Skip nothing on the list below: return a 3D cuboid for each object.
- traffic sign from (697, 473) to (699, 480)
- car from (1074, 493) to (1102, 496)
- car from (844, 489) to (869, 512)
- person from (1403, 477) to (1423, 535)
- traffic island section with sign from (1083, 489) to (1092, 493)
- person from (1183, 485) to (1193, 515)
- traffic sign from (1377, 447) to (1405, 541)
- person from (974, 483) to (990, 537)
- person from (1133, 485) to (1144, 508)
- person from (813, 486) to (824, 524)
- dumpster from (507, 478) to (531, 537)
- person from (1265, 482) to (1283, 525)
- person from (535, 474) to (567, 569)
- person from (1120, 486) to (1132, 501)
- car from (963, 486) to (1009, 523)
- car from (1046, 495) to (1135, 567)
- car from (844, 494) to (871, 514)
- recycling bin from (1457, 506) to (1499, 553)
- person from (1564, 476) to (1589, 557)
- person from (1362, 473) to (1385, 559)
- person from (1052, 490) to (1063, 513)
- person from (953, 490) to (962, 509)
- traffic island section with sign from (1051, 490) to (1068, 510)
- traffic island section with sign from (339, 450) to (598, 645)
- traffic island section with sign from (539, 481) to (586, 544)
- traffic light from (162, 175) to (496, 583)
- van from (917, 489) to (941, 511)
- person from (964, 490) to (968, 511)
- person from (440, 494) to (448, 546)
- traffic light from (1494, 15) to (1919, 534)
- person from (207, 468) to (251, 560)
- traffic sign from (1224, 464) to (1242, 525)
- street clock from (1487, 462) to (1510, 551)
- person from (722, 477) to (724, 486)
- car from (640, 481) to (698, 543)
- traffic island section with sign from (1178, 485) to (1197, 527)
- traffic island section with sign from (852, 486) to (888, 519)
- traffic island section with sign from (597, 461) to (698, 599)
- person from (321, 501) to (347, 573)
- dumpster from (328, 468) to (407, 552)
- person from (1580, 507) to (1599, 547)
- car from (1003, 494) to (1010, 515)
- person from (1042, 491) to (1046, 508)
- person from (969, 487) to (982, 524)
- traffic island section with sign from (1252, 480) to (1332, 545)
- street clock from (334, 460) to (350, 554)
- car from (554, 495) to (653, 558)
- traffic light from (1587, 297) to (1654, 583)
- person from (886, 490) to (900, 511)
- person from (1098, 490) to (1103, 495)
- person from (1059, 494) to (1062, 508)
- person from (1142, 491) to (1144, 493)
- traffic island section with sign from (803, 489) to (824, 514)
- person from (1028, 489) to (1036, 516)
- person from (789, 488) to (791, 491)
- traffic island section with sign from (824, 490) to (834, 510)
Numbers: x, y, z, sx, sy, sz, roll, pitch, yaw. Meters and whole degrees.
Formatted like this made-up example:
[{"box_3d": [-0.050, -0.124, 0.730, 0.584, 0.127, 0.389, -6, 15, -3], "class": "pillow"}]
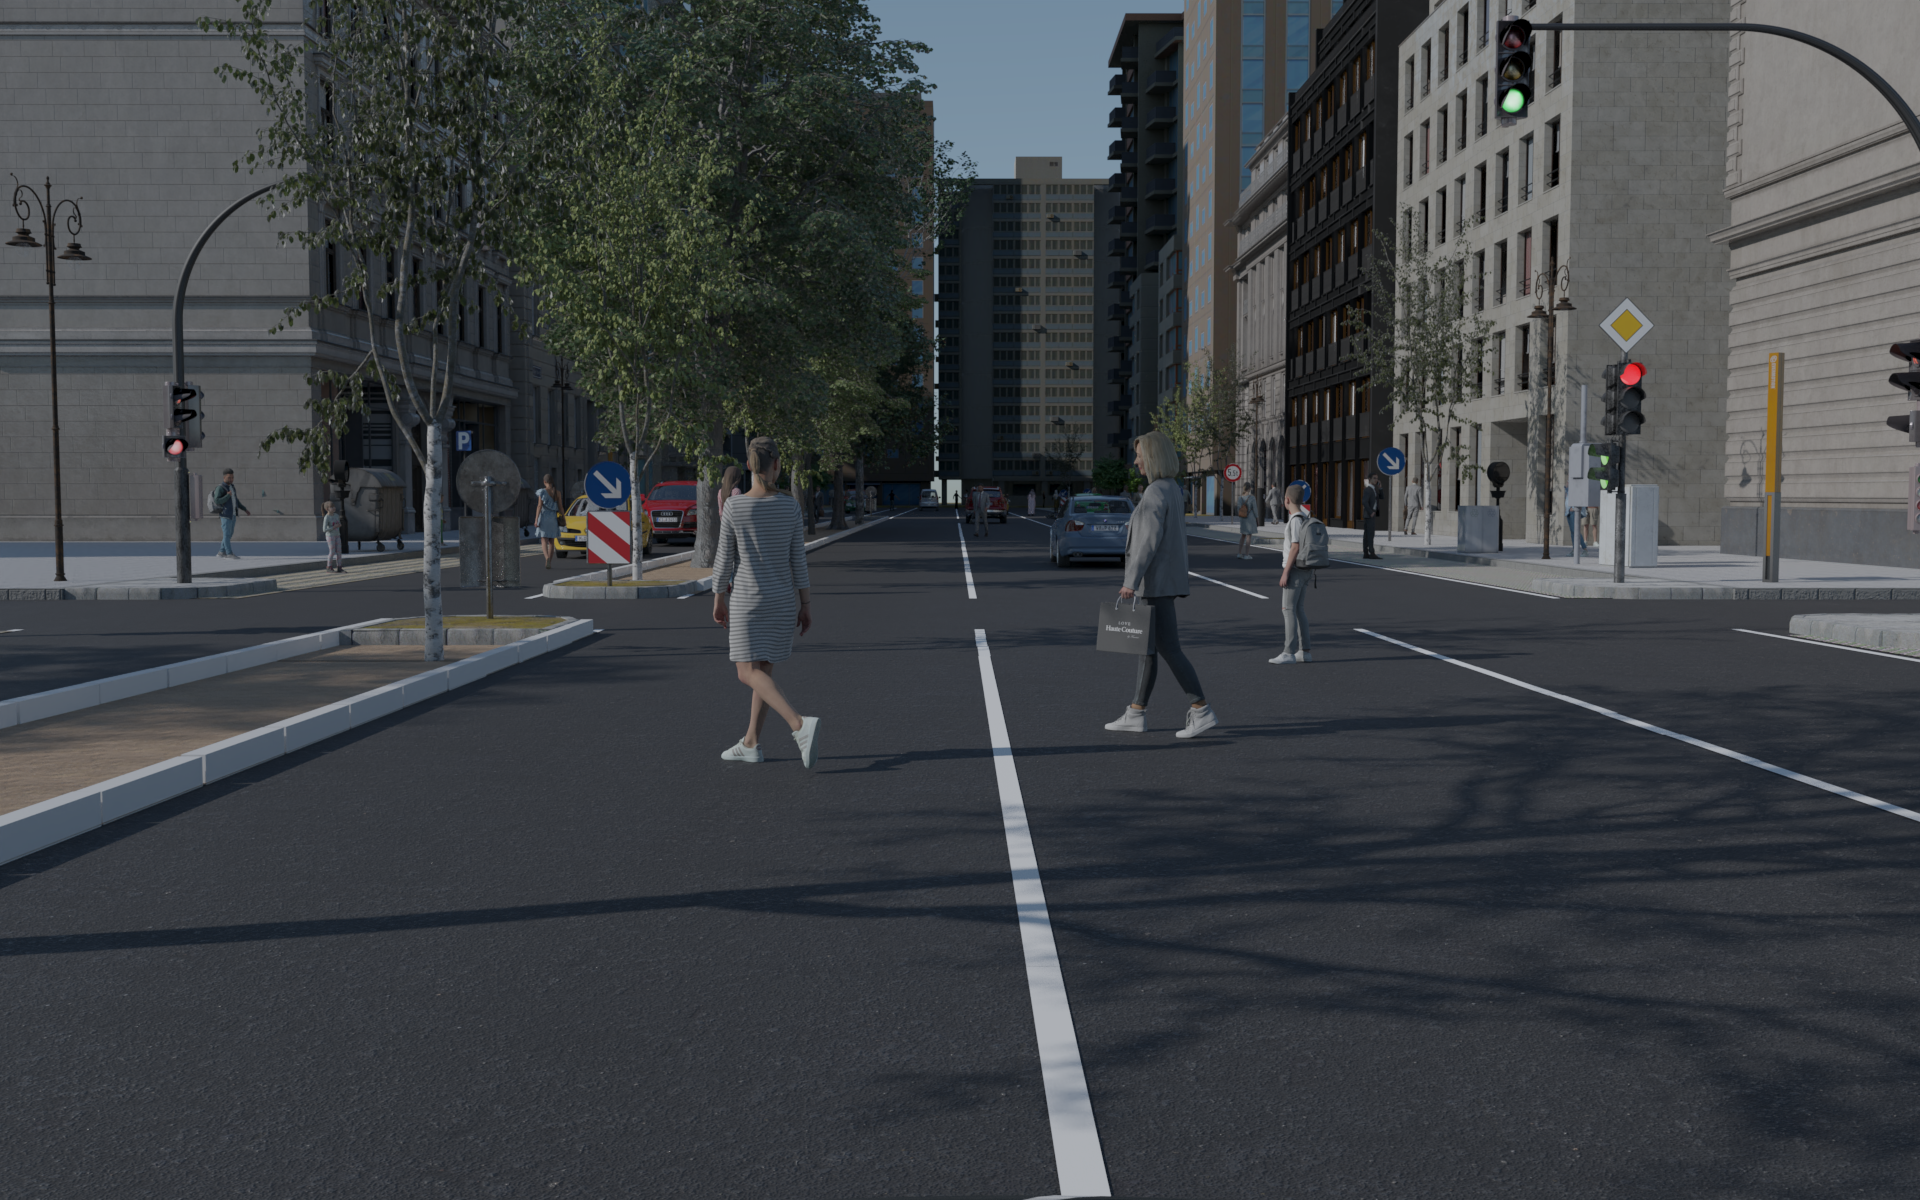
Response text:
[{"box_3d": [-13.301, -5.501, 90.041, 0.768, 2.556, 0.104, 0, 4, 7], "class": "traffic sign"}, {"box_3d": [6.106, -4.547, 83.141, 1.959, 1.807, 4.718, 0, 4, -2], "class": "car"}, {"box_3d": [-8.289, -7.910, 138.003, 2.281, 1.827, 5.304, 0, 4, 0], "class": "car"}, {"box_3d": [14.279, -2.959, 54.549, 0.709, 1.813, 0.853, 2, 4, 33], "class": "person"}, {"box_3d": [9.173, -7.227, 126.785, 1.989, 1.847, 2.006, 0, 4, 0], "class": "traffic island section with sign"}, {"box_3d": [12.367, -5.398, 94.793, 0.782, 1.767, 0.515, 0, 4, -8], "class": "person"}, {"box_3d": [11.713, -2.876, 47.133, 0.768, 2.556, 0.104, 0, 4, 2], "class": "traffic sign"}, {"box_3d": [0.730, -3.029, 58.299, 0.678, 1.792, 0.850, 1, 4, 23], "class": "person"}, {"box_3d": [6.209, -3.086, 59.501, 0.519, 1.759, 0.362, -2, 4, -23], "class": "person"}, {"box_3d": [-6.740, -4.515, 82.280, 0.622, 1.834, 0.822, 1, 4, 14], "class": "person"}, {"box_3d": [-13.482, -2.774, 51.110, 1.264, 1.857, 1.865, 0, 3, 0], "class": "dumpster"}, {"box_3d": [13.180, -4.051, 72.556, 0.678, 1.792, 0.850, -1, 4, -20], "class": "person"}, {"box_3d": [-7.797, -1.493, 33.004, 0.616, 1.811, 0.778, -1, 4, -19], "class": "person"}, {"box_3d": [6.956, -3.907, 72.647, 0.520, 1.790, 0.573, 1, 4, 11], "class": "person"}, {"box_3d": [1.295, -4.731, 86.026, 2.281, 1.827, 5.304, 0, 4, 0], "class": "car"}, {"box_3d": [2.770, -1.417, 35.172, 2.014, 1.417, 4.499, 0, 4, 0], "class": "car"}, {"box_3d": [-7.519, -7.111, 128.060, 2.131, 1.459, 4.920, 0, 4, -1], "class": "car"}, {"box_3d": [11.291, -1.541, 37.753, 0.722, 1.027, 0.722, 0, 4, 1], "class": "recycling bin"}, {"box_3d": [12.656, -1.789, 35.554, 0.793, 1.790, 0.793, -2, 4, -29], "class": "person"}, {"box_3d": [9.075, -1.844, 38.004, 0.474, 1.900, 0.648, 1, 4, 16], "class": "person"}, {"box_3d": [7.405, -7.505, 131.935, 0.721, 1.736, 1.217, -3, 4, -38], "class": "person"}, {"box_3d": [-0.304, -9.591, 165.457, 0.705, 1.807, 1.348, 3, 4, 37], "class": "person"}, {"box_3d": [9.065, -8.875, 153.739, 1.989, 1.847, 2.006, 0, 4, 0], "class": "traffic island section with sign"}, {"box_3d": [-4.850, -0.556, 17.230, 2.006, 1.907, 1.989, 0, 4, 0], "class": "traffic island section with sign"}, {"box_3d": [-10.959, -2.533, 50.035, 1.989, 1.847, 2.006, 0, 4, 0], "class": "traffic island section with sign"}, {"box_3d": [-9.063, -3.070, 24.866, 4.771, 5.953, 1.251, 0, 4, 0], "class": "traffic light"}, {"box_3d": [-2.629, -8.578, 147.264, 2.013, 2.044, 4.112, 0, 4, -1], "class": "van"}, {"box_3d": [0.532, -8.556, 148.406, 0.705, 1.823, 1.348, 1, 4, 10], "class": "person"}, {"box_3d": [-12.902, -1.985, 42.753, 0.306, 1.304, 0.590, 3, 4, 38], "class": "person"}, {"box_3d": [7.445, -2.576, 16.782, 4.771, 5.953, 1.251, 0, 4, 0], "class": "traffic light"}, {"box_3d": [-14.334, -1.683, 33.914, 0.721, 1.781, 0.623, 0, 4, -4], "class": "person"}, {"box_3d": [11.365, -4.411, 72.233, 0.768, 2.556, 0.104, 0, 4, 2], "class": "traffic sign"}, {"box_3d": [12.041, -2.092, 38.780, 0.471, 2.002, 0.358, -1, 4, -23], "class": "street clock"}, {"box_3d": [-4.699, -1.578, 34.488, 0.709, 1.800, 0.728, 3, 4, 36], "class": "person"}, {"box_3d": [-7.887, -2.482, 49.248, 2.281, 1.827, 5.304, 0, 4, 0], "class": "car"}, {"box_3d": [9.353, -4.156, 76.584, 1.989, 1.847, 2.006, 0, 4, 0], "class": "traffic island section with sign"}, {"box_3d": [-5.160, -5.605, 99.775, 2.006, 1.907, 1.989, 0, 4, 0], "class": "traffic island section with sign"}, {"box_3d": [-4.868, -1.009, 24.637, 2.006, 1.907, 1.989, 0, 4, 0], "class": "traffic island section with sign"}, {"box_3d": [-11.276, -1.129, 31.242, 0.394, 1.301, 0.425, 0, 4, 6], "class": "person"}, {"box_3d": [-13.326, -2.029, 38.937, 1.264, 1.857, 1.865, 0, 4, 0], "class": "dumpster"}, {"box_3d": [15.404, -2.224, 42.388, 0.580, 1.828, 0.573, 0, 4, -8], "class": "person"}, {"box_3d": [2.536, -6.789, 121.224, 2.015, 1.641, 3.980, 0, 4, 1], "class": "car"}, {"box_3d": [8.638, -10.255, 176.691, 0.721, 1.766, 1.217, 0, 4, -7], "class": "person"}, {"box_3d": [0.862, -4.522, 82.927, 0.782, 1.767, 0.515, 3, 5, 44], "class": "person"}, {"box_3d": [9.458, -2.508, 49.629, 1.989, 1.847, 2.006, 0, 4, 0], "class": "traffic island section with sign"}, {"box_3d": [-13.247, -1.993, 37.153, 0.358, 2.002, 0.471, 0, 4, -7], "class": "street clock"}, {"box_3d": [-8.196, -1.816, 39.909, 2.015, 1.641, 3.980, 0, 4, -1], "class": "car"}, {"box_3d": [9.507, -2.202, 24.917, 0.839, 4.253, 0.868, 0, 4, 0], "class": "traffic light"}, {"box_3d": [-5.682, -8.367, 145.305, 1.348, 1.822, 0.705, 2, 4, 27], "class": "person"}, {"box_3d": [12.661, -9.154, 157.175, 0.593, 1.643, 0.415, -1, 4, -18], "class": "person"}, {"box_3d": [9.548, -9.405, 162.136, 0.709, 1.838, 0.599, 0, 4, -2], "class": "person"}, {"box_3d": [12.817, -7.062, 121.510, 0.705, 1.823, 1.348, 2, 4, 27], "class": "person"}, {"box_3d": [-11.260, -7.256, 127.260, 1.989, 1.847, 2.006, 0, 4, 0], "class": "traffic island section with sign"}, {"box_3d": [4.727, -6.401, 113.822, 0.551, 1.740, 0.621, -1, 4, -16], "class": "person"}, {"box_3d": [-11.213, -6.420, 113.426, 1.348, 1.831, 0.705, -3, 5, -43], "class": "person"}, {"box_3d": [-11.357, -8.934, 154.692, 1.989, 1.847, 2.006, 0, 4, 0], "class": "traffic island section with sign"}]
